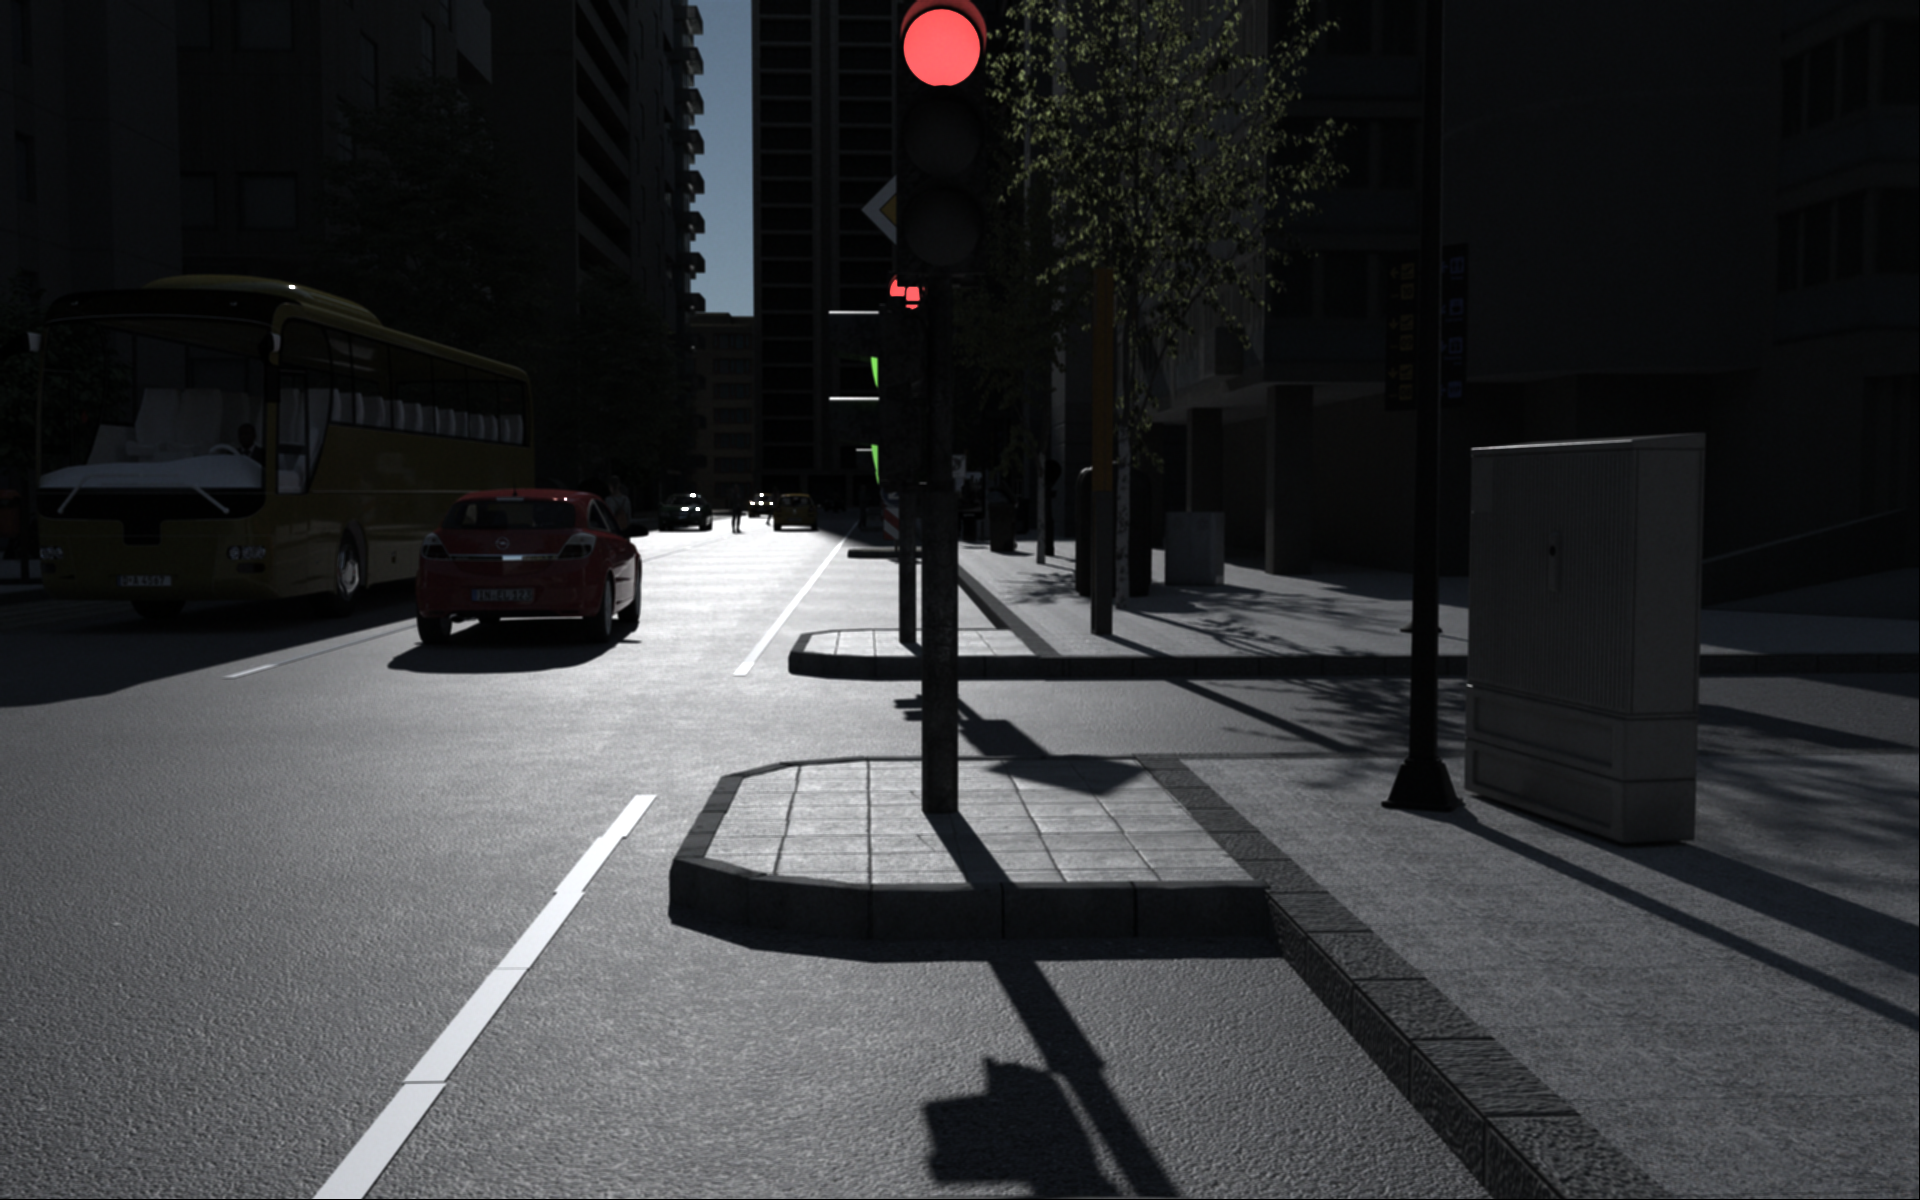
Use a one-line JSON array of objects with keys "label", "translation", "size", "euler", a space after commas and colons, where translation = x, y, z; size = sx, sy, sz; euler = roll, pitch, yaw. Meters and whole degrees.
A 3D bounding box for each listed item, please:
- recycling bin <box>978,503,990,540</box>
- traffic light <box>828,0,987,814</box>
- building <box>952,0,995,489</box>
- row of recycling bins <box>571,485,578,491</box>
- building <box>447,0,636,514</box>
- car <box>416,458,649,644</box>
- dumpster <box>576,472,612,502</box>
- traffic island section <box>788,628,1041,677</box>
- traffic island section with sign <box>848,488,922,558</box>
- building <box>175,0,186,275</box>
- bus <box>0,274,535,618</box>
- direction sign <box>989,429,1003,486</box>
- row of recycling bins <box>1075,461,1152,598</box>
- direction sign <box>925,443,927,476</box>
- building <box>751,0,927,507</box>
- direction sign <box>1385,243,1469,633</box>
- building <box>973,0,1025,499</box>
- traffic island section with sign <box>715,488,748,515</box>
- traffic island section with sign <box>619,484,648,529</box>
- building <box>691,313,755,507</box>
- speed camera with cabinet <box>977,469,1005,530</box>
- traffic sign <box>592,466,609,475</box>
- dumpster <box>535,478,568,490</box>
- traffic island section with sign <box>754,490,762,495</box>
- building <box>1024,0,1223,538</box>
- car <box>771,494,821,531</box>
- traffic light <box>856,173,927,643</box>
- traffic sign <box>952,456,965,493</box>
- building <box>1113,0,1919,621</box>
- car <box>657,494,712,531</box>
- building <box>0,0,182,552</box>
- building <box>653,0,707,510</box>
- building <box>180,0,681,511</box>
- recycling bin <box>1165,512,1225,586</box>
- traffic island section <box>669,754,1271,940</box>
[{"label": "recycling bin", "translation": [0.994, -2.233, 49.070], "size": [0.722, 1.027, 0.722], "euler": [-3, 4, -37]}, {"label": "traffic light", "translation": [-0.100, -1.100, 6.901], "size": [0.839, 4.253, 0.868], "euler": [0, 4, -3]}, {"label": "building", "translation": [8.941, -32.332, 152.337], "size": [21.300, 48.544, 21.600], "euler": [0, 4, -3]}, {"label": "row of recycling bins", "translation": [-17.358, -4.514, 80.918], "size": [3.534, 1.692, 1.069], "euler": [-1, 4, -23]}, {"label": "building", "translation": [-31.034, -29.076, 99.094], "size": [21.300, 48.544, 21.600], "euler": [0, 4, -3]}, {"label": "car", "translation": [-4.384, -0.552, 18.067], "size": [2.155, 1.783, 4.494], "euler": [0, 4, -5]}, {"label": "dumpster", "translation": [-15.877, -4.466, 75.507], "size": [1.502, 2.255, 1.985], "euler": [0, 4, -3]}, {"label": "traffic island section", "translation": [-0.431, 0.446, 14.994], "size": [2.009, 0.180, 2.903], "euler": [0, 4, -3]}, {"label": "traffic island section with sign", "translation": [-1.566, -1.892, 39.566], "size": [1.989, 1.847, 2.006], "euler": [0, 4, -3]}, {"label": "building", "translation": [-33.486, -29.066, 64.465], "size": [28.713, 52.752, 27.495], "euler": [0, 4, -3]}, {"label": "bus", "translation": [-8.347, -1.939, 23.256], "size": [2.896, 3.916, 12.252], "euler": [0, 4, -1]}, {"label": "direction sign", "translation": [1.244, -4.189, 60.487], "size": [0.379, 3.537, 0.876], "euler": [-2, 4, -30]}, {"label": "row of recycling bins", "translation": [2.062, -0.980, 23.130], "size": [1.069, 1.692, 3.534], "euler": [0, 4, 7]}, {"label": "direction sign", "translation": [-1.244, -5.151, 76.218], "size": [0.379, 3.537, 0.876], "euler": [-3, 4, -38]}, {"label": "building", "translation": [-11.226, -45.674, 185.018], "size": [20.611, 71.187, 20.563], "euler": [0, 4, -3]}, {"label": "direction sign", "translation": [4.296, -1.470, 16.033], "size": [0.379, 3.537, 0.876], "euler": [-3, 4, -39]}, {"label": "building", "translation": [12.140, -27.541, 104.917], "size": [22.147, 44.769, 28.867], "euler": [0, 4, -3]}, {"label": "traffic island section with sign", "translation": [-15.373, -6.578, 116.174], "size": [1.989, 1.847, 2.006], "euler": [0, 4, -3]}, {"label": "traffic island section with sign", "translation": [-13.059, -3.542, 66.540], "size": [1.989, 1.847, 2.006], "euler": [0, 4, -3]}, {"label": "building", "translation": [-36.122, -21.037, 188.995], "size": [28.899, 21.520, 27.650], "euler": [0, 4, -3]}, {"label": "speed camera with cabinet", "translation": [1.071, -4.166, 62.447], "size": [0.660, 3.252, 2.038], "euler": [1, 4, 18]}, {"label": "traffic sign", "translation": [-16.209, -4.766, 78.022], "size": [0.768, 2.556, 0.104], "euler": [0, 4, 7]}, {"label": "dumpster", "translation": [-15.214, -3.551, 63.811], "size": [1.264, 1.857, 1.865], "euler": [0, 4, -3]}, {"label": "traffic island section with sign", "translation": [-16.620, -8.225, 143.100], "size": [1.989, 1.847, 2.006], "euler": [0, 4, -3]}, {"label": "building", "translation": [12.900, -31.899, 63.544], "size": [21.231, 58.520, 28.212], "euler": [0, 4, -3]}, {"label": "car", "translation": [-6.583, -3.625, 69.488], "size": [2.015, 1.641, 3.980], "euler": [0, 4, -4]}, {"label": "traffic light", "translation": [-0.472, -1.588, 14.878], "size": [0.839, 4.253, 0.868], "euler": [0, 4, -3]}, {"label": "traffic sign", "translation": [-0.144, -2.634, 45.202], "size": [0.606, 2.300, 0.079], "euler": [0, 4, 3]}, {"label": "building", "translation": [15.890, -20.833, 32.505], "size": [23.993, 40.220, 32.217], "euler": [0, 4, -3]}, {"label": "car", "translation": [-10.902, -3.494, 68.922], "size": [2.131, 1.459, 4.920], "euler": [0, 4, -3]}, {"label": "building", "translation": [-29.782, -29.764, 28.636], "size": [21.231, 58.520, 28.212], "euler": [0, 4, -3]}, {"label": "building", "translation": [-37.717, -32.363, 148.741], "size": [30.456, 49.044, 23.786], "euler": [0, 4, -3]}, {"label": "building", "translation": [-35.061, -32.665, 123.306], "size": [28.713, 52.752, 27.495], "euler": [0, 4, -3]}, {"label": "recycling bin", "translation": [3.323, -0.731, 24.504], "size": [0.722, 1.027, 0.722], "euler": [1, 4, 19]}, {"label": "traffic island section", "translation": [-0.059, 0.934, 7.017], "size": [2.009, 0.180, 2.903], "euler": [0, 4, -3]}]
